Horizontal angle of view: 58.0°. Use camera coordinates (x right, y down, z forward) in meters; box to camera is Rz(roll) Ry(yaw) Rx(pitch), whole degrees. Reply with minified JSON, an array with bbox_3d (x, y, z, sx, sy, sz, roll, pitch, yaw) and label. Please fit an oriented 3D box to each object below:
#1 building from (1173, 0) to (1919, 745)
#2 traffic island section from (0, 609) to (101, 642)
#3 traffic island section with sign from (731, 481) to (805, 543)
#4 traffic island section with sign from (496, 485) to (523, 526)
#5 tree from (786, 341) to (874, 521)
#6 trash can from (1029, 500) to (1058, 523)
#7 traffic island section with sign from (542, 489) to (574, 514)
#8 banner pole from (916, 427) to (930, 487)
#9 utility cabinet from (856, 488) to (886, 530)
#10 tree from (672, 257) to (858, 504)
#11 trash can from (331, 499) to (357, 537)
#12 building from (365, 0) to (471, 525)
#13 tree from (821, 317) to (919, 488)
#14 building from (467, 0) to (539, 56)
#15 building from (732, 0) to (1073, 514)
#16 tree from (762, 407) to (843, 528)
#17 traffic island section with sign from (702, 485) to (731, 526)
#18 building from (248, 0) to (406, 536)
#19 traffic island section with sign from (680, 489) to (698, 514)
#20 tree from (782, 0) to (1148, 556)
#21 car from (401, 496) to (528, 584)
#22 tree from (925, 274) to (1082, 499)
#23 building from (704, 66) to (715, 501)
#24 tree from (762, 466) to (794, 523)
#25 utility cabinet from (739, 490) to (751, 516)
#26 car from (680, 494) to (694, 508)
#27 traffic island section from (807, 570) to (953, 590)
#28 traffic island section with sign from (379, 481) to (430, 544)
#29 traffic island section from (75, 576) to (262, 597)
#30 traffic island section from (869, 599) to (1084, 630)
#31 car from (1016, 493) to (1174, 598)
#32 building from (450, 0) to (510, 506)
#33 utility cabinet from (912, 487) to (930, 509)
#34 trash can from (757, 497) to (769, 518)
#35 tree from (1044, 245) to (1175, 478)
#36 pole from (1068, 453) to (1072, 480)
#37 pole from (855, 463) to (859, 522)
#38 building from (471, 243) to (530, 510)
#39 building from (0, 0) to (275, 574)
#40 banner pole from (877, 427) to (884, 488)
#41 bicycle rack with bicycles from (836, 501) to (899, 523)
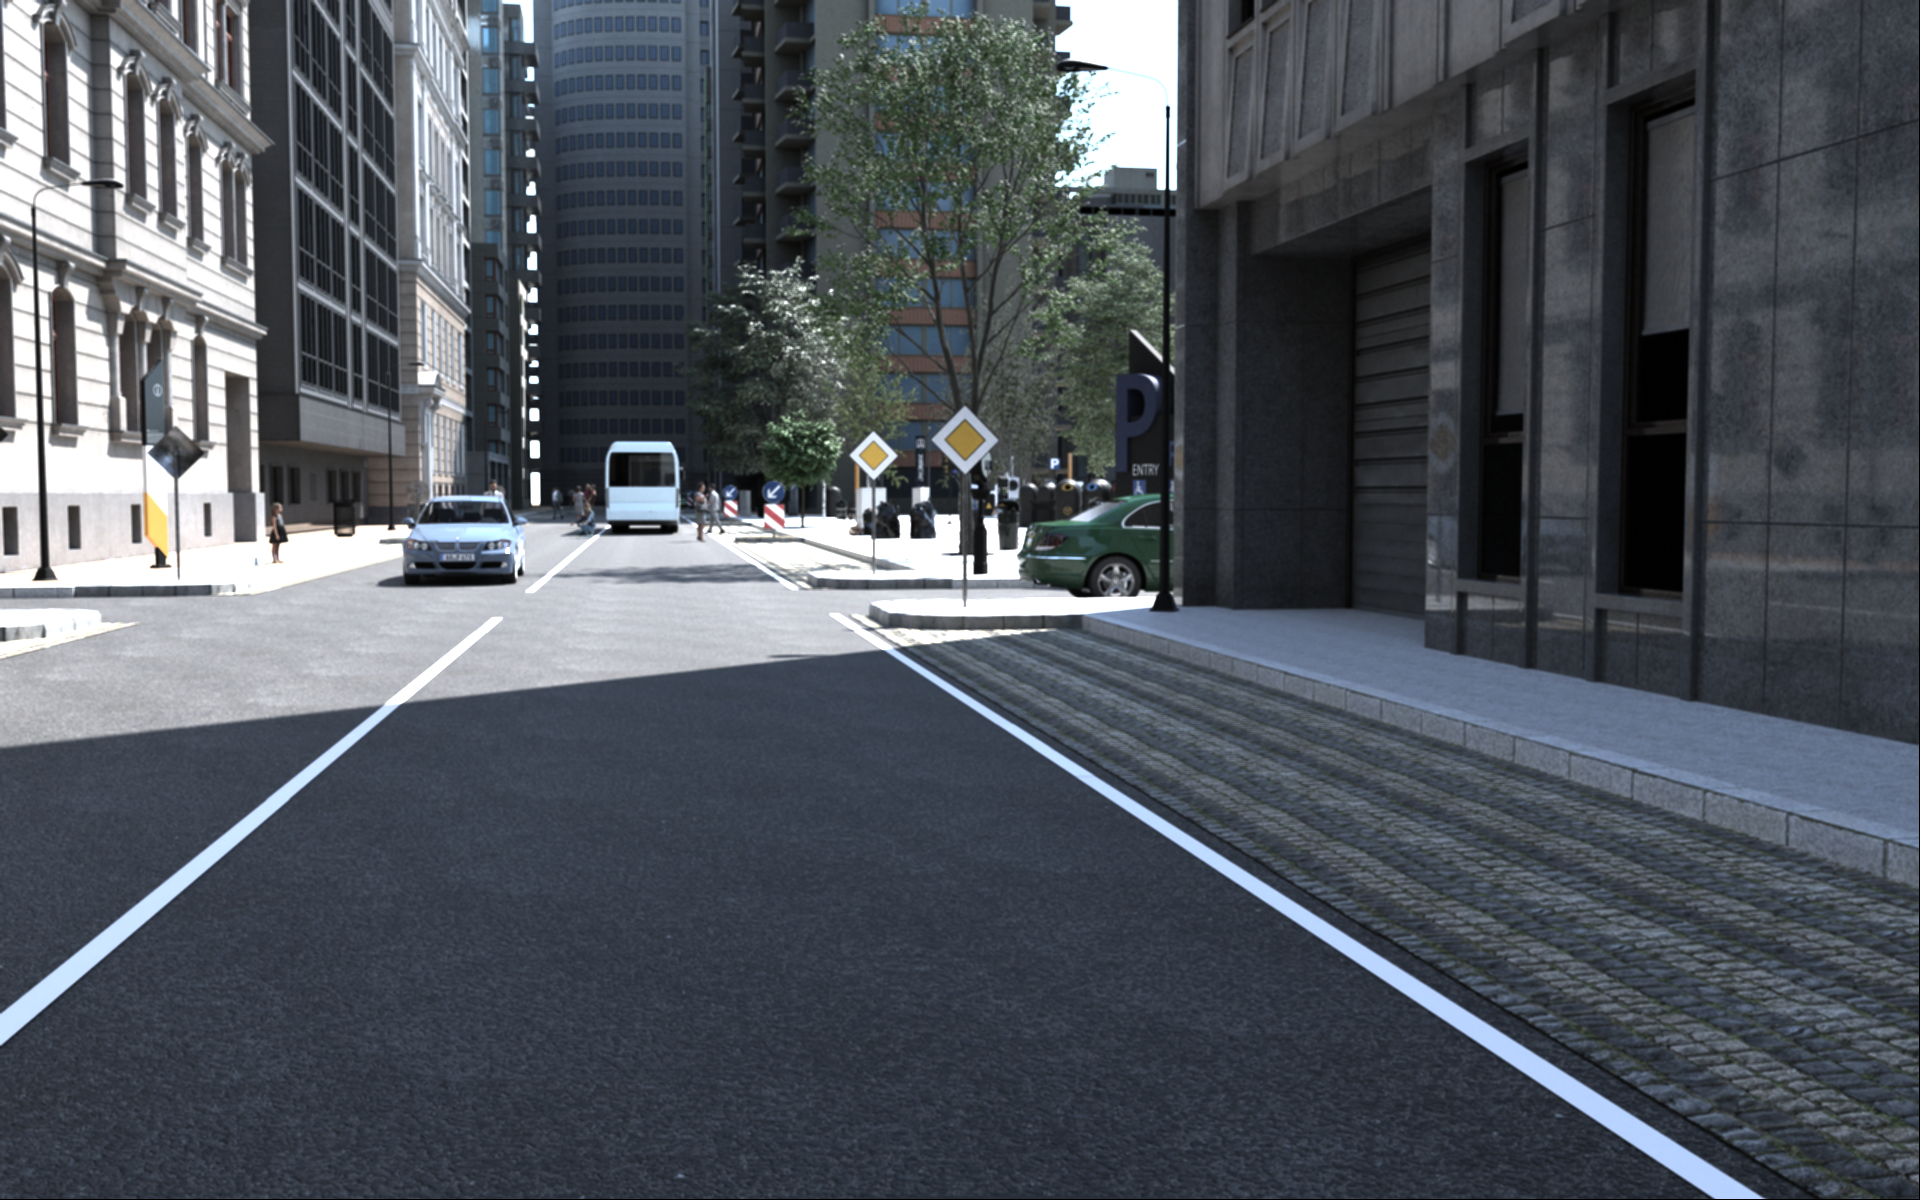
[{"bbox_3d":[10.142,-11.782,10.656,12.078,24.808,19.932,-1,4,-10],"label":"building"},{"bbox_3d":[-10.154,0.277,17.750,2.009,0.180,2.903,-1,4,-10],"label":"traffic island section"},{"bbox_3d":[-5.710,-2.631,51.652,1.989,1.847,2.006,-1,4,-10],"label":"traffic island section with sign"},{"bbox_3d":[-20.553,-4.195,77.224,1.989,1.847,2.006,-1,4,-10],"label":"traffic island section with sign"},{"bbox_3d":[-6.308,-8.113,83.007,4.360,8.622,3.978,0,3,0],"label":"tree"},{"bbox_3d":[2.084,-1.934,43.281,0.748,1.137,0.748,0,3,0],"label":"trash can"},{"bbox_3d":[-29.414,-7.202,126.377,1.989,1.847,2.006,-1,4,-10],"label":"traffic island section with sign"},{"bbox_3d":[-1.357,-4.599,65.214,0.863,3.779,0.401,3,4,37],"label":"banner pole"},{"bbox_3d":[-3.132,-3.194,60.907,1.173,1.500,0.318,-3,5,-45],"label":"utility cabinet"},{"bbox_3d":[-10.084,-11.355,92.313,9.857,13.997,8.962,0,3,0],"label":"tree"},{"bbox_3d":[-18.477,-2.467,51.988,0.748,1.137,0.748,0,3,0],"label":"trash can"},{"bbox_3d":[-30.240,-17.973,79.758,13.634,28.700,20.117,-1,4,-10],"label":"building"},{"bbox_3d":[-3.743,-7.413,71.562,4.737,8.622,4.395,0,3,0],"label":"tree"},{"bbox_3d":[-54.257,-32.974,158.740,30.456,49.044,23.786,-1,4,-10],"label":"building"},{"bbox_3d":[-4.565,-28.588,122.039,22.147,44.769,28.867,-1,4,-10],"label":"building"},{"bbox_3d":[-5.964,-4.980,65.135,4.285,4.588,4.351,0,3,0],"label":"tree"},{"bbox_3d":[-10.499,-4.254,78.180,1.989,1.847,2.006,-1,4,-10],"label":"traffic island section with sign"},{"bbox_3d":[-27.645,-16.169,57.874,14.314,27.812,24.014,-1,4,-10],"label":"building"},{"bbox_3d":[-19.439,-7.285,127.736,1.989,1.847,2.006,-1,4,-10],"label":"traffic island section with sign"},{"bbox_3d":[0.147,-6.754,36.179,9.928,11.665,9.643,0,3,0],"label":"tree"},{"bbox_3d":[-8.279,-1.046,29.111,2.014,1.417,4.499,-1,4,-12],"label":"car"},{"bbox_3d":[1.787,-6.655,59.171,4.360,8.622,3.978,0,3,0],"label":"tree"},{"bbox_3d":[-17.960,-29.781,170.513,14.154,41.232,14.086,-1,4,-10],"label":"building"},{"bbox_3d":[-8.069,-5.095,77.907,1.663,3.219,1.824,0,3,0],"label":"tree"},{"bbox_3d":[-12.176,-5.478,98.237,0.318,1.500,1.173,-2,4,-26],"label":"utility cabinet"},{"bbox_3d":[-26.166,-9.504,164.183,1.959,1.807,4.718,-1,4,-10],"label":"car"},{"bbox_3d":[-1.343,-0.316,27.442,2.009,0.180,2.903,-1,4,-10],"label":"traffic island section"},{"bbox_3d":[-15.688,-2.544,50.228,1.989,1.847,2.006,-1,4,-10],"label":"traffic island section with sign"},{"bbox_3d":[-11.571,-0.204,25.609,2.009,0.180,2.903,-1,4,-10],"label":"traffic island section"},{"bbox_3d":[0.074,0.165,19.583,2.009,0.180,2.903,-1,4,-10],"label":"traffic island section"},{"bbox_3d":[3.211,-0.692,23.117,4.920,1.459,2.131,-1,4,-8],"label":"car"},{"bbox_3d":[-38.988,-40.843,106.033,20.563,71.187,20.611,-1,4,-10],"label":"building"},{"bbox_3d":[-1.273,-2.891,55.952,0.318,1.500,1.173,1,4,13],"label":"utility cabinet"},{"bbox_3d":[-10.686,-5.040,94.052,0.748,1.137,0.748,0,3,0],"label":"trash can"},{"bbox_3d":[7.587,-9.829,78.833,7.486,12.596,7.792,0,3,0],"label":"tree"},{"bbox_3d":[5.438,-5.620,85.726,0.158,3.312,0.155,0,3,0],"label":"pole"},{"bbox_3d":[-4.706,-5.219,79.167,0.158,3.312,0.155,0,3,0],"label":"pole"},{"bbox_3d":[-47.966,-17.515,131.402,27.650,21.520,28.899,-1,4,-10],"label":"building"},{"bbox_3d":[-23.067,-15.102,34.306,14.401,28.519,23.554,-1,4,-10],"label":"building"},{"bbox_3d":[-3.007,-4.603,65.276,0.401,3.779,0.863,-1,4,-19],"label":"banner pole"},{"bbox_3d":[-4.116,-3.939,77.777,2.852,0.926,2.925,2,4,34],"label":"bicycle rack with bicycles"}]
